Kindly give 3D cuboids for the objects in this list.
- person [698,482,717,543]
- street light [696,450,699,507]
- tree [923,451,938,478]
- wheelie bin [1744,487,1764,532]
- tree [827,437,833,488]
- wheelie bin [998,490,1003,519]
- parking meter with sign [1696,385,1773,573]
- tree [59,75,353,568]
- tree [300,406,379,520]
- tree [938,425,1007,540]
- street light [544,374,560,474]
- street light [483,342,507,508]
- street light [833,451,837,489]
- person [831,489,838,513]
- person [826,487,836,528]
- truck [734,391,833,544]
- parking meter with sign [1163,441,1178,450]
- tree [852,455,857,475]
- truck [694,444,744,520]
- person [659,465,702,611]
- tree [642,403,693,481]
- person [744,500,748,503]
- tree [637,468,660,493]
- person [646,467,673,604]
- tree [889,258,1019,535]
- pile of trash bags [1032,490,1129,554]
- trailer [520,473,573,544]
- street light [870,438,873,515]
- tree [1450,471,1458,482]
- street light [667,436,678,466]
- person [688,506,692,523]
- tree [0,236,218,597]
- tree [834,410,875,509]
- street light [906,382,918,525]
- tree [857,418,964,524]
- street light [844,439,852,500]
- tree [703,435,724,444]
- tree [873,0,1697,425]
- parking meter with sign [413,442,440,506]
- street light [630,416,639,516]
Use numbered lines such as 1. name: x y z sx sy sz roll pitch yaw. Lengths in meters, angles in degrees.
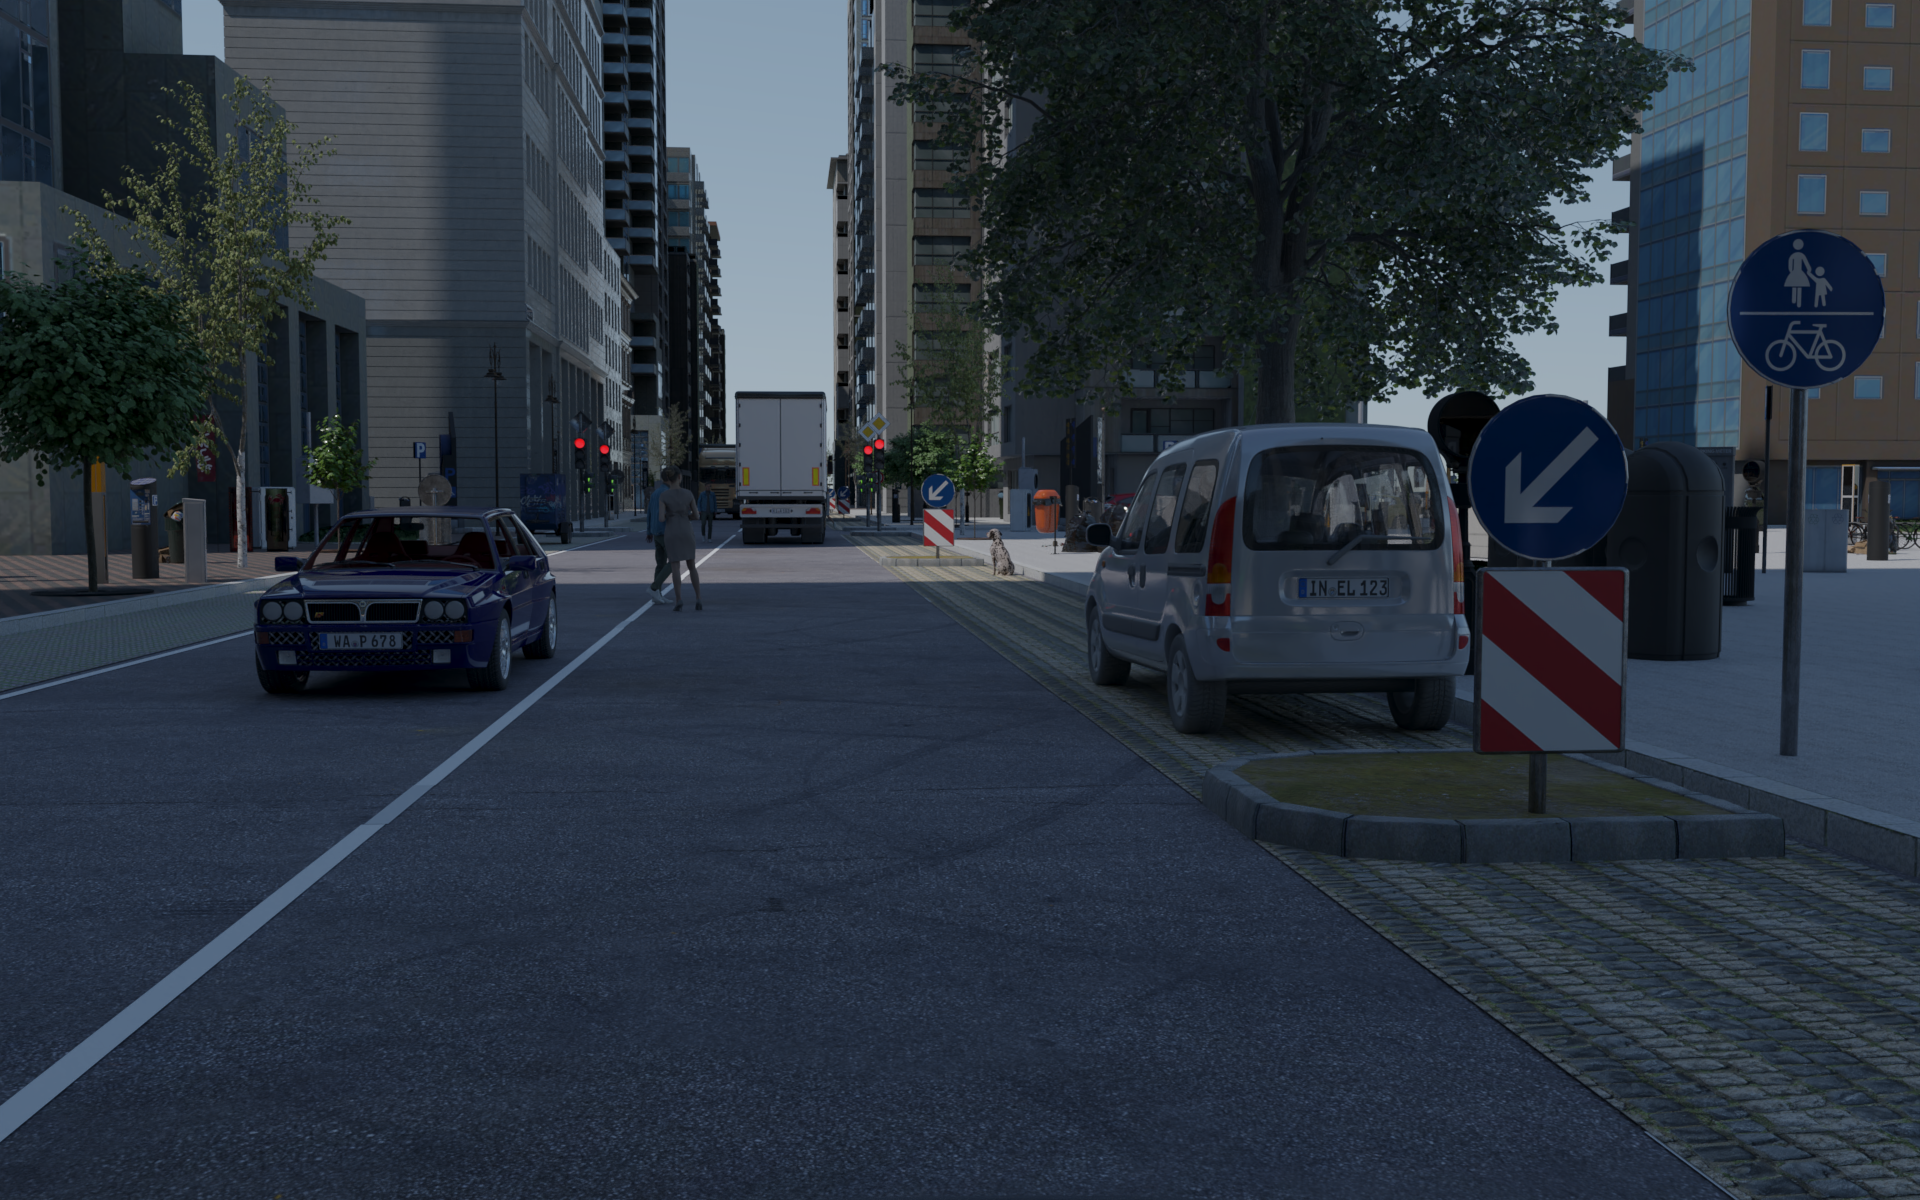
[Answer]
1. person: -7.474 -2.592 51.229 0.601 1.785 0.444 -1 4 -16
2. street light: -26.803 -12.501 177.184 0.468 5.910 1.993 0 4 -6
3. tree: -0.659 -4.402 66.573 1.663 3.219 1.824 0 3 0
4. wheelie bin: 27.321 -3.156 59.516 0.693 1.594 0.980 1 4 16
5. tree: -16.932 -16.849 225.838 4.737 8.622 4.395 0 3 0
6. wheelie bin: 2.302 -4.891 87.871 0.693 1.594 0.980 1 4 16
7. parking meter with sign: 12.245 -1.956 28.248 1.738 3.016 0.543 1 4 23
8. tree: -12.744 -4.866 29.925 4.737 8.622 4.395 0 3 0
9. tree: -13.577 -2.663 38.144 1.663 3.219 1.824 0 3 0
10. tree: 0.384 -3.306 48.654 1.663 3.219 1.824 0 3 0
11. street light: -15.650 -5.738 66.599 0.468 5.910 1.993 0 4 -6
12. street light: -14.146 -4.896 52.837 0.468 5.910 1.993 0 4 -6
13. street light: -13.283 -12.905 183.777 0.468 5.910 1.993 0 4 -6
14. person: -8.867 -6.949 122.391 0.850 1.792 0.678 -1 4 -10
15. person: -5.436 -3.770 70.893 0.466 1.731 0.760 3 5 43
16. truck: -5.290 -3.905 52.754 2.839 4.237 11.283 0 4 -4
17. parking meter with sign: 7.412 -3.725 57.166 0.543 3.016 1.738 3 5 41
18. tree: -5.293 -7.742 110.299 4.285 4.588 4.351 0 3 0
19. truck: -13.612 -6.750 99.271 2.839 4.237 11.283 0 4 -6
20. person: -3.430 -0.757 21.217 0.599 1.781 0.374 -2 4 -27
21. tree: -23.355 -11.527 138.824 4.360 8.622 3.978 0 3 0
22. person: -17.488 -8.090 140.867 0.778 1.811 0.616 -3 4 -37
23. tree: -22.530 -8.004 125.475 1.663 3.219 1.824 0 3 0
24. person: -3.887 -0.837 22.532 0.444 1.785 0.601 -1 4 -22
25. tree: -0.013 -6.313 53.578 4.737 8.622 4.395 0 3 0
26. pile of trash bags: 2.975 -1.723 37.931 3.447 1.369 1.912 -3 4 -39
27. trailer: -11.801 -2.554 48.808 1.471 1.999 3.904 0 4 -7
28. street light: -5.428 -8.142 105.913 0.468 5.910 1.993 0 4 -6
29. tree: 15.365 -3.475 51.426 1.663 3.219 1.824 0 3 0
30. street light: -22.547 -9.932 135.173 0.468 5.910 1.993 0 4 -6
31. person: -13.258 -4.519 84.987 0.503 1.515 0.523 2 4 35
32. tree: -11.228 -2.360 22.295 4.285 4.588 4.351 0 3 0
33. tree: -8.944 -12.386 152.874 4.360 8.622 3.978 0 3 0
34. street light: -1.995 -6.030 71.382 0.468 5.910 1.993 0 4 -6
35. tree: -1.461 -5.604 75.331 4.285 4.588 4.351 0 3 0
36. street light: -9.781 -10.755 148.629 0.468 5.910 1.993 0 4 -6
37. tree: -30.574 -16.227 215.672 4.360 8.622 3.978 0 3 0
38. tree: 3.881 -6.968 20.577 9.857 13.997 8.962 0 3 0
39. parking meter with sign: -17.350 -3.765 57.825 1.738 3.016 0.543 1 4 22
40. street light: -18.949 -7.836 100.901 0.468 5.910 1.993 0 4 -6
